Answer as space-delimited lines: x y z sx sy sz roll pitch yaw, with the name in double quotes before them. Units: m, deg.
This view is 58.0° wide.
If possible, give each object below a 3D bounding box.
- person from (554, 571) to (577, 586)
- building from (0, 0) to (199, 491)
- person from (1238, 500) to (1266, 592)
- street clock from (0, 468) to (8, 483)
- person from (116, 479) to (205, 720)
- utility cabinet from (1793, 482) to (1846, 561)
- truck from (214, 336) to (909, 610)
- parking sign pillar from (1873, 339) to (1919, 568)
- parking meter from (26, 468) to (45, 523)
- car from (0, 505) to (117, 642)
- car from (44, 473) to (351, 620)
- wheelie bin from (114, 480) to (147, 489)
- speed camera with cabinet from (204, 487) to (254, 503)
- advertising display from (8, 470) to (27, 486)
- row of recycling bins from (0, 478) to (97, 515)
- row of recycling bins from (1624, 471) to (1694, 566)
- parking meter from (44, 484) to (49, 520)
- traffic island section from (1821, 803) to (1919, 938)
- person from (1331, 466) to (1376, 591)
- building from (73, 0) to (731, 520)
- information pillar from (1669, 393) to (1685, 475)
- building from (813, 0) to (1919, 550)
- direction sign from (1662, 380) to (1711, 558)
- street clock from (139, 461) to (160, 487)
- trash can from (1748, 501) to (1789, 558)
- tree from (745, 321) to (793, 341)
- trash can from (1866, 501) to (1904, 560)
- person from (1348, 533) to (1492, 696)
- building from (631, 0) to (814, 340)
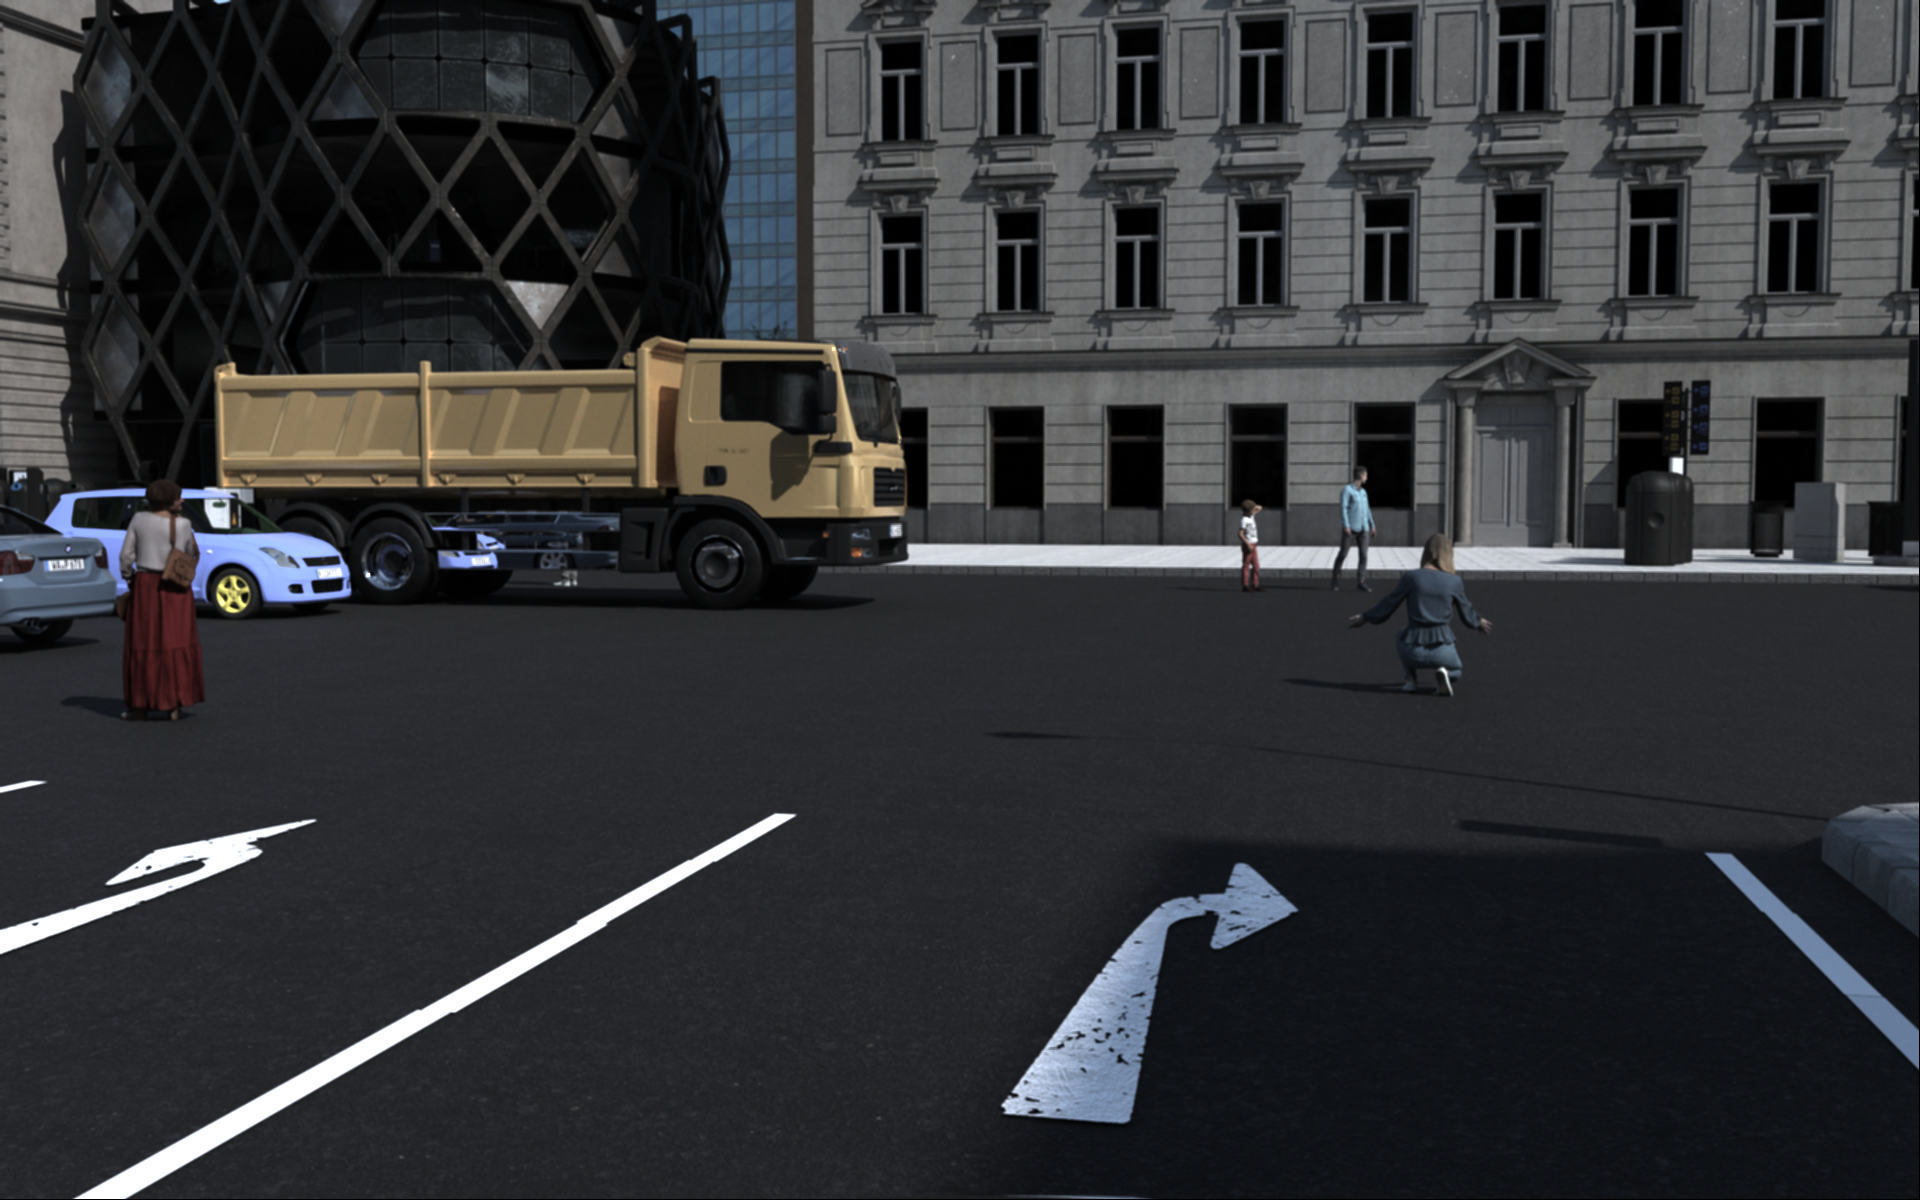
"person" -6.187 -1.128 27.067 0.434 1.807 0.598 3 5 44
"building" -35.759 -13.921 56.484 19.941 23.489 11.050 1 4 13
"person" 4.292 -0.795 25.412 0.340 1.345 0.435 2 4 24
"street clock" -26.537 -2.660 48.059 0.358 2.002 0.471 -2 4 -29
"person" -5.090 -0.002 10.995 0.523 1.526 0.387 -1 4 -9
"utility cabinet" 16.374 -1.486 32.983 0.318 1.500 1.173 0 4 -6
"truck" -4.790 -1.649 22.888 9.791 3.379 3.469 1 4 12
"parking sign pillar" 17.071 -2.585 30.733 1.447 3.967 1.447 2 4 33
"parking meter" -20.525 -2.004 38.480 0.255 1.863 0.399 -1 4 -12
"car" -10.302 -0.263 16.296 4.499 1.417 2.014 1 4 11
"car" -9.185 -0.679 20.698 3.694 1.707 1.945 1 4 11
"wheelie bin" -19.145 -1.969 40.094 0.980 1.594 0.693 -1 4 -15
"speed camera with cabinet" -18.008 -2.957 42.678 0.660 3.252 2.038 0 4 -5
"advertising display" -25.325 -2.536 46.682 0.123 1.923 0.974 0 4 -4
"row of recycling bins" -24.021 -2.328 45.169 3.534 1.692 1.069 1 4 16
"row of recycling bins" 13.081 -1.538 32.255 1.069 1.692 3.534 2 4 28
"parking meter" -23.348 -2.175 43.977 0.372 1.533 0.369 0 3 0
"traffic island section" 4.157 1.013 5.719 2.009 0.180 2.903 1 4 13
"person" 5.845 -1.060 25.699 0.638 1.841 0.748 -1 4 -21
"building" -16.311 -11.492 55.343 16.811 18.784 16.820 1 4 13
"information pillar" 16.352 -2.944 39.492 0.504 3.616 0.183 -2 4 -35
"building" 18.876 -16.556 47.107 44.131 29.872 17.030 1 4 13
"direction sign" 14.539 -2.614 34.733 0.876 3.537 0.379 3 4 36
"street clock" -17.569 -2.020 37.597 0.358 2.002 0.471 0 4 5
"trash can" 16.371 -1.435 35.120 0.748 1.137 0.748 0 3 0
"tree" -8.167 -7.512 73.191 4.737 8.622 4.395 0 3 0
"trash can" 18.080 -1.354 33.796 0.748 1.137 0.748 0 3 0
"person" 3.319 0.088 12.560 1.012 1.151 0.738 1 4 19
"building" -13.059 -28.177 110.800 14.600 45.320 14.200 1 4 13
